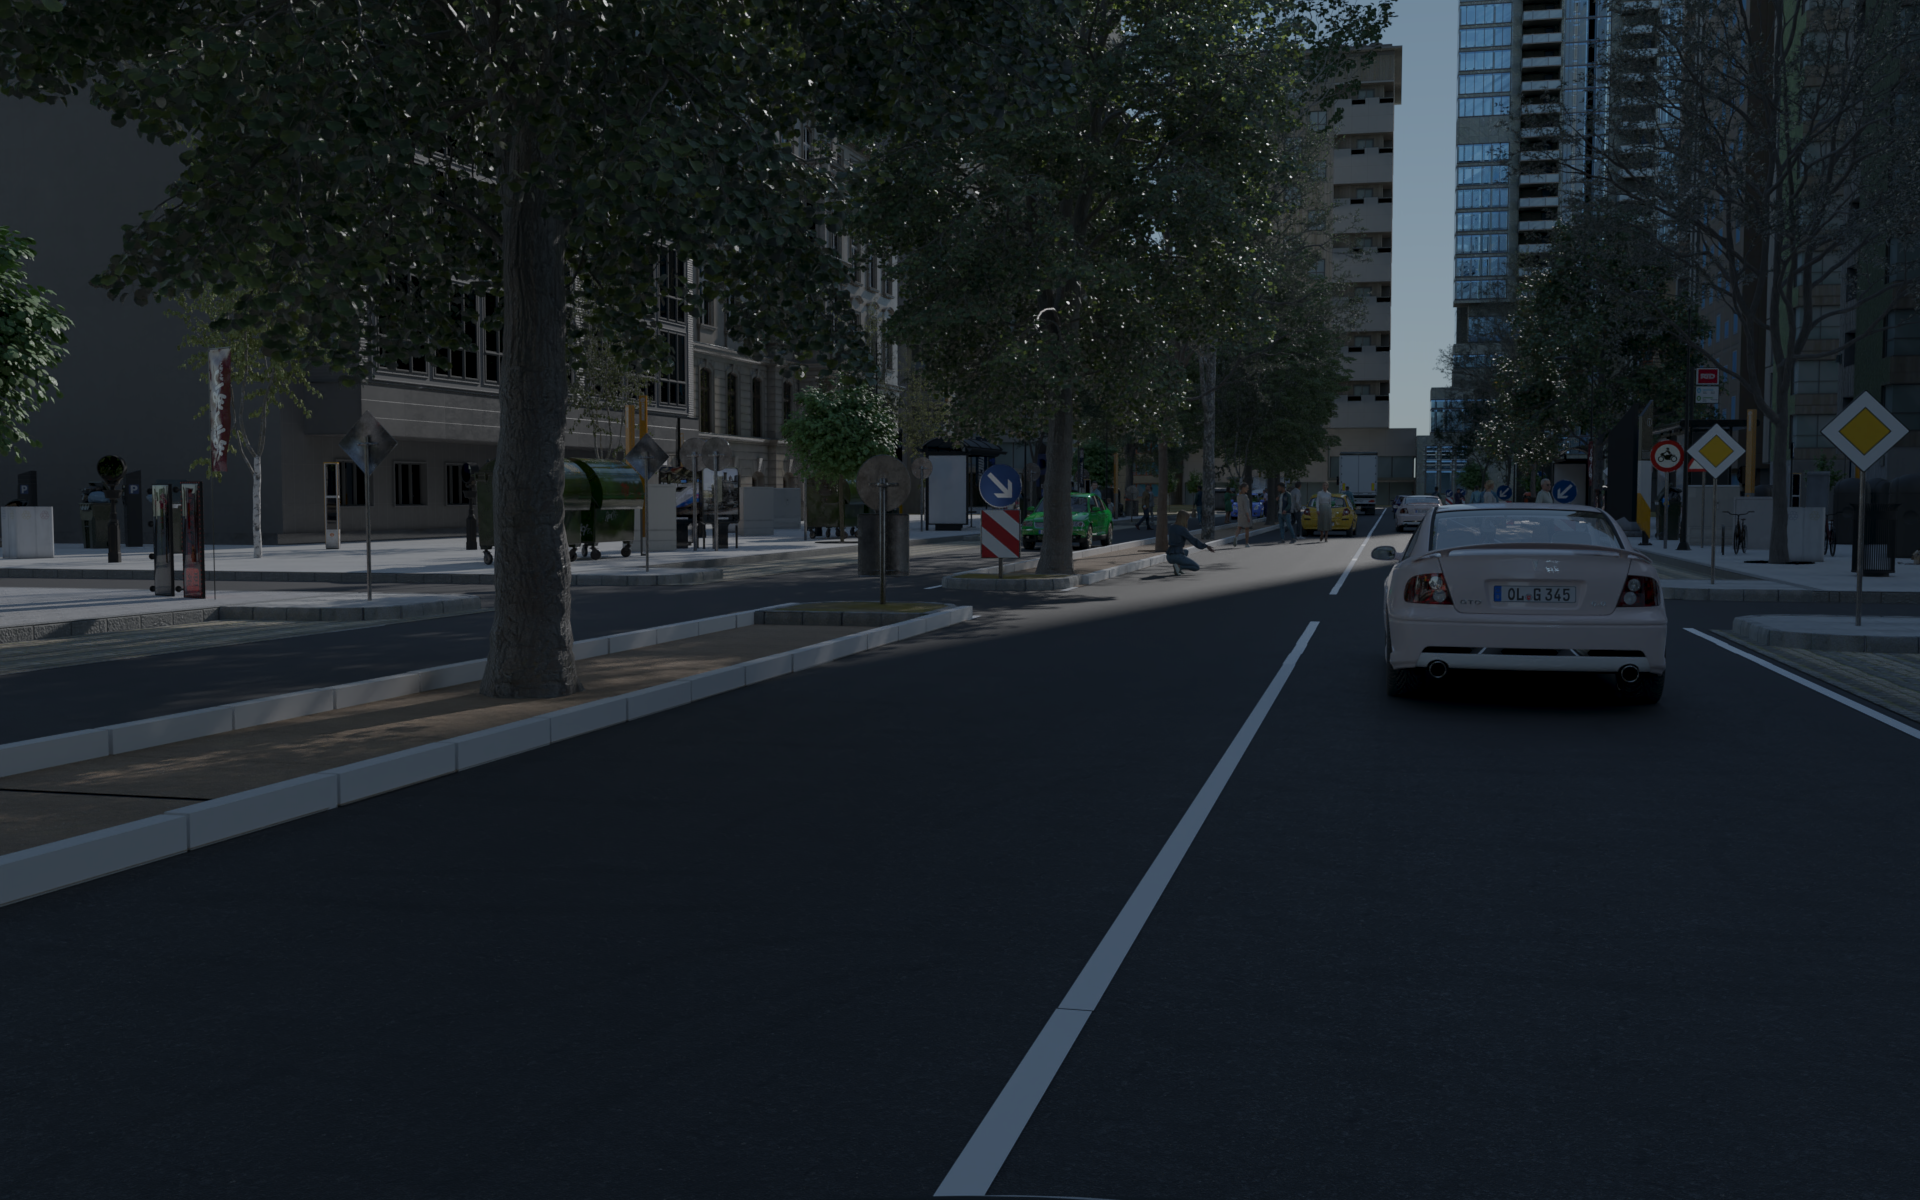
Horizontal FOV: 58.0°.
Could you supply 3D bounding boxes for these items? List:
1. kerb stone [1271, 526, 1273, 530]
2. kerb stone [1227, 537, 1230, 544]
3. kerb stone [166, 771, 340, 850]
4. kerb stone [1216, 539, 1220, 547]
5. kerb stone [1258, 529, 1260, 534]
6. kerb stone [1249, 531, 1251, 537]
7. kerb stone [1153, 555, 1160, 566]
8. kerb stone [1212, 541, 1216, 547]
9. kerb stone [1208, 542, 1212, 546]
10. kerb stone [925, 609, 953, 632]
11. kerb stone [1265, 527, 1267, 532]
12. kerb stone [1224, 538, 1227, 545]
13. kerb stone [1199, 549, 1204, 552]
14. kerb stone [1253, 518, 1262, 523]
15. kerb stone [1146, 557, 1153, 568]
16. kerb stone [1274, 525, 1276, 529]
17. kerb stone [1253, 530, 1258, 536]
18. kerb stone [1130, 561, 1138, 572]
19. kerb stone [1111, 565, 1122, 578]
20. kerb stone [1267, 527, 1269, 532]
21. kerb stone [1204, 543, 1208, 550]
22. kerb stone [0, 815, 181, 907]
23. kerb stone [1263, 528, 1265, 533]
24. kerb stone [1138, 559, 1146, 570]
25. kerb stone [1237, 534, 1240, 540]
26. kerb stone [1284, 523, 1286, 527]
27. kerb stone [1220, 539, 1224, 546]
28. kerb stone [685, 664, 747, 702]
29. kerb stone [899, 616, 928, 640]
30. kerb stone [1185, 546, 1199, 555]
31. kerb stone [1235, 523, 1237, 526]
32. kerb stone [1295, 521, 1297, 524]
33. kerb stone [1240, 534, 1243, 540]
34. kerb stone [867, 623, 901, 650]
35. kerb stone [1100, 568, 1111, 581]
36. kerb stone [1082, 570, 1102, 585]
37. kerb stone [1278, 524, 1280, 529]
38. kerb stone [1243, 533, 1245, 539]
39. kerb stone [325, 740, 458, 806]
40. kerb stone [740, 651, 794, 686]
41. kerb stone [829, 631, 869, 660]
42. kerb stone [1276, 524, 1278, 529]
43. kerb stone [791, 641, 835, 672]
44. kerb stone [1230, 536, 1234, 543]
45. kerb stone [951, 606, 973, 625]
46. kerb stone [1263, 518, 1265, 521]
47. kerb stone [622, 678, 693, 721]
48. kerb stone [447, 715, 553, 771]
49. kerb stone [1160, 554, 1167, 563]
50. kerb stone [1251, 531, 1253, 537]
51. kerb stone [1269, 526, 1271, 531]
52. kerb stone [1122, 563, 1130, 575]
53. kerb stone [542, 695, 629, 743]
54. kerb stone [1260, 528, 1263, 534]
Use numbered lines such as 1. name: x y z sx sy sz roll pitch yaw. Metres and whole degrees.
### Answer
1. kerb stone: 11.836 -2.718 66.633 0.120 0.150 1.000 1 4 14
2. kerb stone: 7.586 -1.680 49.723 0.120 0.150 1.000 1 4 14
3. kerb stone: -3.030 0.901 7.457 0.120 0.150 1.000 1 4 14
4. kerb stone: 6.839 -1.501 46.741 0.120 0.150 1.000 1 4 14
5. kerb stone: 10.339 -2.349 60.667 0.120 0.150 1.000 1 4 14
6. kerb stone: 9.345 -2.109 56.674 0.120 0.150 1.000 1 4 14
7. kerb stone: 3.847 -0.770 34.809 0.120 0.150 1.000 1 4 14
8. kerb stone: 6.596 -1.440 45.747 0.120 0.150 1.000 1 4 14
9. kerb stone: 6.343 -1.380 44.754 0.120 0.150 1.000 1 4 14
10. kerb stone: -0.284 0.234 18.377 0.120 0.150 1.000 1 4 14
11. kerb stone: 11.085 -2.535 63.642 0.120 0.150 1.000 1 4 14
12. kerb stone: 7.343 -1.623 48.730 0.120 0.150 1.000 1 4 14
13. kerb stone: 5.840 -1.258 42.763 0.120 0.150 1.000 1 4 14
14. kerb stone: 15.305 -4.088 89.033 0.120 0.150 1.000 1 4 14
15. kerb stone: 3.588 -0.710 33.815 0.120 0.150 1.000 1 4 14
16. kerb stone: 12.346 -2.839 68.632 0.120 0.150 1.000 1 4 14
17. kerb stone: 10.090 -2.291 59.658 0.120 0.150 1.000 1 4 14
18. kerb stone: 3.095 -0.589 31.825 0.120 0.150 1.000 1 4 14
19. kerb stone: 2.603 -0.467 29.834 0.120 0.150 1.000 1 4 14
20. kerb stone: 11.331 -2.595 64.634 0.120 0.150 1.000 1 4 14
21. kerb stone: 6.087 -1.319 43.755 0.120 0.150 1.000 1 4 14
22. kerb stone: -3.276 0.967 6.463 0.120 0.150 1.000 1 4 14
23. kerb stone: 10.839 -2.474 62.649 0.120 0.150 1.000 1 4 14
24. kerb stone: 3.346 -0.650 32.822 0.120 0.150 1.000 1 4 14
25. kerb stone: 8.337 -1.864 52.709 0.120 0.150 1.000 1 4 14
26. kerb stone: 13.839 -3.205 74.604 0.120 0.150 1.000 1 4 14
27. kerb stone: 7.095 -1.562 47.737 0.120 0.150 1.000 1 4 14
28. kerb stone: -1.783 0.598 12.418 0.120 0.150 1.000 1 4 14
29. kerb stone: -0.533 0.297 17.383 0.120 0.150 1.000 1 4 14
30. kerb stone: 5.592 -1.197 41.771 0.120 0.150 1.000 1 4 14
31. kerb stone: 11.804 -3.235 75.106 0.120 0.150 1.000 1 4 14
32. kerb stone: 17.086 -3.990 87.536 0.120 0.150 1.000 1 4 14
33. kerb stone: 8.586 -1.925 53.701 0.120 0.150 1.000 1 4 14
34. kerb stone: -0.783 0.355 16.392 0.120 0.150 1.000 1 4 14
35. kerb stone: 2.341 -0.407 28.845 0.120 0.150 1.000 1 4 14
36. kerb stone: 2.099 -0.341 27.852 0.120 0.150 1.000 1 4 14
37. kerb stone: 12.835 -2.960 70.626 0.120 0.150 1.000 1 4 14
38. kerb stone: 8.843 -1.987 54.690 0.120 0.150 1.000 1 4 14
39. kerb stone: -2.780 0.841 8.448 0.120 0.150 1.000 1 4 14
40. kerb stone: -1.531 0.537 13.415 0.120 0.150 1.000 1 4 14
41. kerb stone: -1.034 0.417 15.401 0.120 0.150 1.000 1 4 14
42. kerb stone: 12.588 -2.899 69.634 0.120 0.150 1.000 1 4 14
43. kerb stone: -1.272 0.477 14.404 0.120 0.150 1.000 1 4 14
44. kerb stone: 7.841 -1.744 50.715 0.120 0.150 1.000 1 4 14
45. kerb stone: -0.036 0.173 19.373 0.120 0.150 1.000 1 4 14
46. kerb stone: 15.801 -4.210 91.030 0.120 0.150 1.000 1 4 14
47. kerb stone: -2.028 0.662 11.422 0.120 0.150 1.000 1 4 14
48. kerb stone: -2.526 0.781 9.439 0.120 0.150 1.000 1 4 14
49. kerb stone: 4.092 -0.830 35.803 0.120 0.150 1.000 1 4 14
50. kerb stone: 9.586 -2.166 57.667 0.120 0.150 1.000 1 4 14
51. kerb stone: 11.588 -2.653 65.632 0.120 0.150 1.000 1 4 14
52. kerb stone: 2.842 -0.525 30.835 0.120 0.150 1.000 1 4 14
53. kerb stone: -2.281 0.720 10.431 0.120 0.150 1.000 1 4 14
54. kerb stone: 10.587 -2.414 61.659 0.120 0.150 1.000 1 4 14
